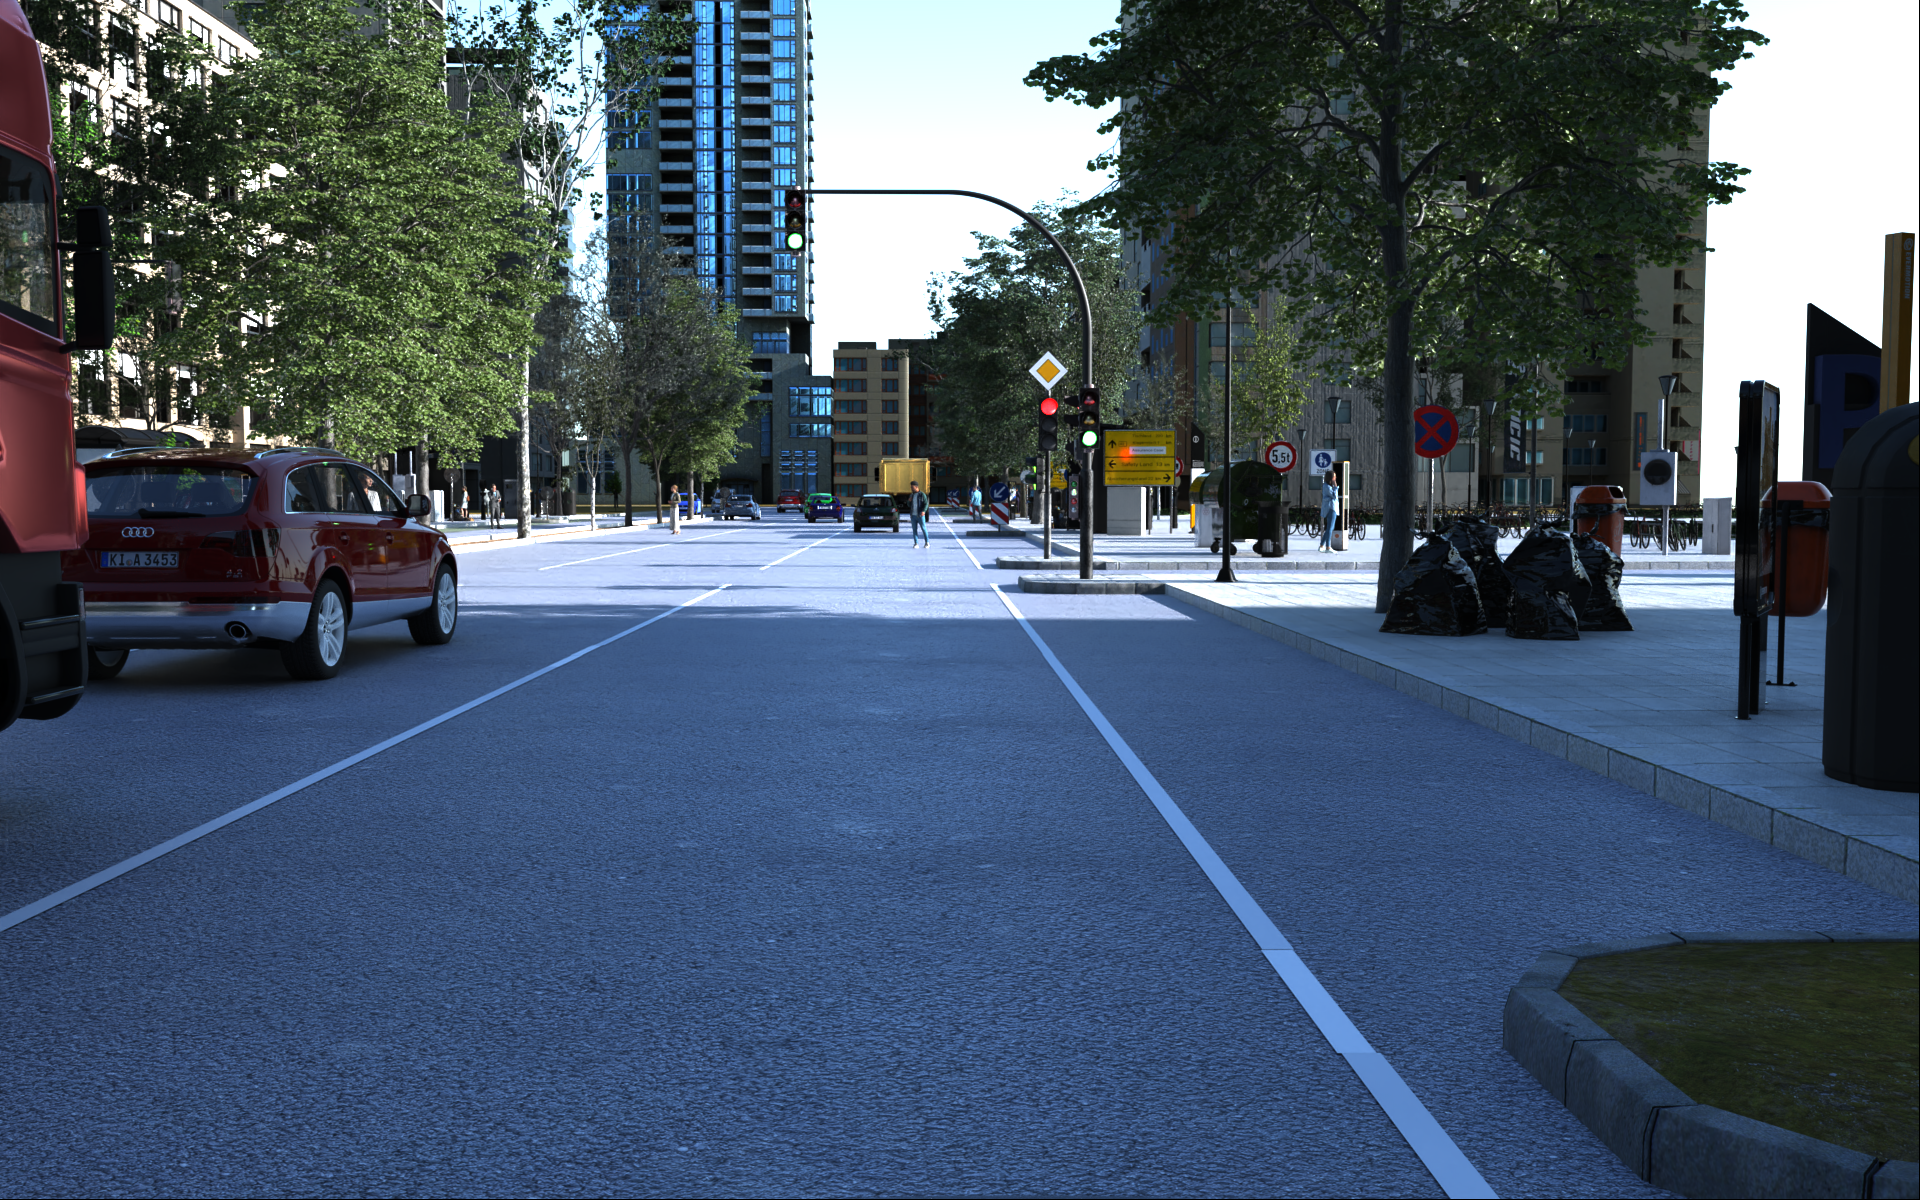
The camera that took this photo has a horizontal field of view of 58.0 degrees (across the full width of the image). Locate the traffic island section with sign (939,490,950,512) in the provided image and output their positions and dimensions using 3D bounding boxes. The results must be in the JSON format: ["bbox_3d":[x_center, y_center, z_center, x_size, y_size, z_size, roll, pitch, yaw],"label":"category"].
[{"bbox_3d":[-0.470,-7.798,136.131,1.989,1.847,2.006,0,4,-1],"label":"traffic island section with sign"}]

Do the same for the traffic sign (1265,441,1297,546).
[{"bbox_3d":[7.646,-2.522,41.336,0.768,2.556,0.104,0,4,6],"label":"traffic sign"}]

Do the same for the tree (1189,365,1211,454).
[{"bbox_3d":[9.691,-8.313,86.273,4.360,8.622,3.978,0,3,0],"label":"tree"}]

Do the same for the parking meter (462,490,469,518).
[{"bbox_3d":[-26.206,-5.098,91.764,0.372,1.533,0.369,0,3,0],"label":"parking meter"}]

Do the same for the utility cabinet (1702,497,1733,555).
[{"bbox_3d":[16.174,-1.582,37.032,0.306,1.237,1.020,0,4,6],"label":"utility cabinet"}]

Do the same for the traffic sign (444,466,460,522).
[{"bbox_3d":[-23.242,-4.838,79.212,0.768,2.556,0.104,0,4,7],"label":"traffic sign"}]

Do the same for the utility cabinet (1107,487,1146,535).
[{"bbox_3d":[5.110,-2.721,53.171,1.173,1.500,0.318,2,4,32],"label":"utility cabinet"}]

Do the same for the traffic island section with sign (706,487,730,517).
[{"bbox_3d":[-14.821,-6.147,108.641,2.006,1.907,1.989,0,4,-1],"label":"traffic island section with sign"}]

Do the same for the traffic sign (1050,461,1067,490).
[{"bbox_3d":[6.111,-6.695,103.332,2.265,3.308,0.079,0,4,3],"label":"traffic sign"}]

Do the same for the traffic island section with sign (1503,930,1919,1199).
[{"bbox_3d":[2.409,0.281,4.028,1.989,1.847,2.006,0,4,-1],"label":"traffic island section with sign"}]

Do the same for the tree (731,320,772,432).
[{"bbox_3d":[-26.026,-20.079,184.185,12.611,20.169,13.585,0,3,0],"label":"tree"}]

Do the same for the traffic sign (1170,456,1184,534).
[{"bbox_3d":[6.866,-3.434,56.254,0.768,2.556,0.104,0,4,4],"label":"traffic sign"}]

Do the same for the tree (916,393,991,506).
[{"bbox_3d":[0.926,-16.724,183.803,12.009,13.543,11.850,0,3,0],"label":"tree"}]

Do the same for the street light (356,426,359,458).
[{"bbox_3d":[-21.760,-5.599,64.084,1.470,5.913,1.316,0,4,-1],"label":"street light"}]

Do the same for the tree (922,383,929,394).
[{"bbox_3d":[2.739,-12.386,109.169,9.857,13.997,8.962,0,3,0],"label":"tree"}]

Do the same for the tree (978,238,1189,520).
[{"bbox_3d":[3.500,-6.079,49.750,4.360,8.622,3.978,0,3,0],"label":"tree"}]

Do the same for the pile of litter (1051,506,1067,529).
[{"bbox_3d":[3.778,-3.087,64.440,1.176,0.858,1.719,-2,4,-32],"label":"pile of litter"}]

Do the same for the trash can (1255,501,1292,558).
[{"bbox_3d":[6.351,-1.437,35.146,0.748,1.137,0.748,0,3,0],"label":"trash can"}]

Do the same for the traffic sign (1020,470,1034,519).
[{"bbox_3d":[3.483,-5.499,90.020,0.768,2.556,0.104,0,4,5],"label":"traffic sign"}]

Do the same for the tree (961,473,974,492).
[{"bbox_3d":[1.645,-12.761,159.001,4.360,8.622,3.978,0,3,0],"label":"tree"}]

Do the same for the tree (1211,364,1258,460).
[{"bbox_3d":[14.933,-9.074,98.717,4.360,8.622,3.978,0,3,0],"label":"tree"}]

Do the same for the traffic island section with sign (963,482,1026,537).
[{"bbox_3d":[1.212,-3.092,59.179,1.989,1.847,2.006,0,4,-1],"label":"traffic island section with sign"}]

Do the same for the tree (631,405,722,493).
[{"bbox_3d":[-25.290,-15.124,153.932,9.857,13.997,8.962,0,3,0],"label":"tree"}]

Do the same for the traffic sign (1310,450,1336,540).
[{"bbox_3d":[8.313,-2.299,39.726,0.606,2.300,0.079,0,4,6],"label":"traffic sign"}]

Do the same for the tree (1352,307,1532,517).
[{"bbox_3d":[23.246,-9.077,82.823,8.767,10.594,7.601,0,4,6],"label":"tree"}]

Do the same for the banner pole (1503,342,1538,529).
[{"bbox_3d":[8.118,-2.139,24.990,0.401,3.779,0.863,-2,4,-23],"label":"banner pole"}]

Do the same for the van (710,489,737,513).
[{"bbox_3d":[-18.031,-7.687,132.685,2.013,2.044,4.112,0,4,-1],"label":"van"}]

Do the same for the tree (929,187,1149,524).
[{"bbox_3d":[3.350,-10.218,73.714,9.857,13.997,8.962,0,3,0],"label":"tree"}]

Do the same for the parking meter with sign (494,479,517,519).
[{"bbox_3d":[-23.238,-5.709,89.608,1.738,3.016,0.543,-1,4,-9],"label":"parking meter with sign"}]

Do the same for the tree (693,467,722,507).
[{"bbox_3d":[-24.765,-11.354,169.350,4.285,4.588,4.351,0,3,0],"label":"tree"}]

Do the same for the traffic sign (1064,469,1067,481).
[{"bbox_3d":[5.167,-4.887,80.009,0.768,2.556,0.104,0,4,2],"label":"traffic sign"}]

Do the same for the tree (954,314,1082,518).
[{"bbox_3d":[3.526,-10.267,93.618,9.928,11.665,9.643,0,3,0],"label":"tree"}]

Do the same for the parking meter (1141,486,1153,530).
[{"bbox_3d":[6.722,-3.464,62.346,0.399,1.863,0.255,3,5,39],"label":"parking meter"}]

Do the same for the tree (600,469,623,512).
[{"bbox_3d":[-24.453,-7.864,123.180,1.663,3.219,1.824,0,3,0],"label":"tree"}]

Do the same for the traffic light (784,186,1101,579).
[{"bbox_3d":[-0.207,-3.133,25.897,4.771,5.953,1.251,0,4,-1],"label":"traffic light"}]

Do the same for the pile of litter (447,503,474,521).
[{"bbox_3d":[-23.728,-4.178,82.279,1.176,0.858,1.719,-2,4,-26],"label":"pile of litter"}]

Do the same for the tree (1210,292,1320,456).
[{"bbox_3d":[11.031,-6.867,62.645,4.737,8.622,4.395,0,3,0],"label":"tree"}]

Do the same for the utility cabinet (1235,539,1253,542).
[{"bbox_3d":[7.634,-2.318,46.573,0.318,1.500,1.173,1,4,20],"label":"utility cabinet"}]

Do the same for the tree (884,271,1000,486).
[{"bbox_3d":[0.006,-17.904,148.625,12.611,20.169,13.585,0,3,0],"label":"tree"}]

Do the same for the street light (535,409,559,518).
[{"bbox_3d":[-22.435,-7.442,94.225,1.470,5.913,1.316,0,4,-1],"label":"street light"}]

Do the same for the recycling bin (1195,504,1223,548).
[{"bbox_3d":[6.067,-1.789,41.797,0.722,1.027,0.722,0,3,0],"label":"recycling bin"}]

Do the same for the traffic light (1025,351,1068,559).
[{"bbox_3d":[1.709,-2.761,34.067,0.839,4.253,0.868,0,4,-1],"label":"traffic light"}]

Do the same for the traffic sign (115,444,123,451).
[{"bbox_3d":[-21.776,-2.745,44.882,0.884,2.594,0.081,0,4,8],"label":"traffic sign"}]

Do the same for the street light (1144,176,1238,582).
[{"bbox_3d":[3.360,-3.221,25.207,1.470,5.913,1.316,0,4,-1],"label":"street light"}]

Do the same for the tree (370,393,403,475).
[{"bbox_3d":[-32.231,-8.833,94.785,4.360,8.622,3.978,0,3,0],"label":"tree"}]

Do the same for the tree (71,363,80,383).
[{"bbox_3d":[-32.049,-6.574,57.847,4.737,8.622,4.395,0,3,0],"label":"tree"}]

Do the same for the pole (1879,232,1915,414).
[{"bbox_3d":[7.352,-1.211,13.645,0.158,3.312,0.155,0,3,0],"label":"pole"}]

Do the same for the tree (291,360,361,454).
[{"bbox_3d":[-32.216,-8.449,88.502,4.737,8.622,4.395,0,3,0],"label":"tree"}]

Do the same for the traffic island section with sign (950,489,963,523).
[{"bbox_3d":[0.632,-4.740,86.128,1.989,1.847,2.006,0,4,-1],"label":"traffic island section with sign"}]

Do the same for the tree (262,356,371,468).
[{"bbox_3d":[-30.736,-8.029,81.638,4.360,8.622,3.978,0,3,0],"label":"tree"}]

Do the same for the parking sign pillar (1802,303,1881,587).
[{"bbox_3d":[12.589,-2.192,24.320,1.447,3.967,1.447,0,4,7],"label":"parking sign pillar"}]

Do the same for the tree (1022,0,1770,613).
[{"bbox_3d":[4.519,-6.157,18.800,7.486,12.596,7.792,0,3,0],"label":"tree"}]

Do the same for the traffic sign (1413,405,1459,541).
[{"bbox_3d":[6.724,-1.508,24.766,0.768,2.556,0.104,0,4,5],"label":"traffic sign"}]

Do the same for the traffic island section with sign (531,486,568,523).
[{"bbox_3d":[-20.494,-4.717,85.756,1.989,1.847,2.006,0,4,-1],"label":"traffic island section with sign"}]

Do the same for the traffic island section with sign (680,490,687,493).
[{"bbox_3d":[-21.569,-7.758,135.466,1.989,1.847,2.006,0,4,-1],"label":"traffic island section with sign"}]

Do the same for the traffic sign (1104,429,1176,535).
[{"bbox_3d":[5.657,-3.711,54.549,2.265,3.308,0.079,0,4,8],"label":"traffic sign"}]
